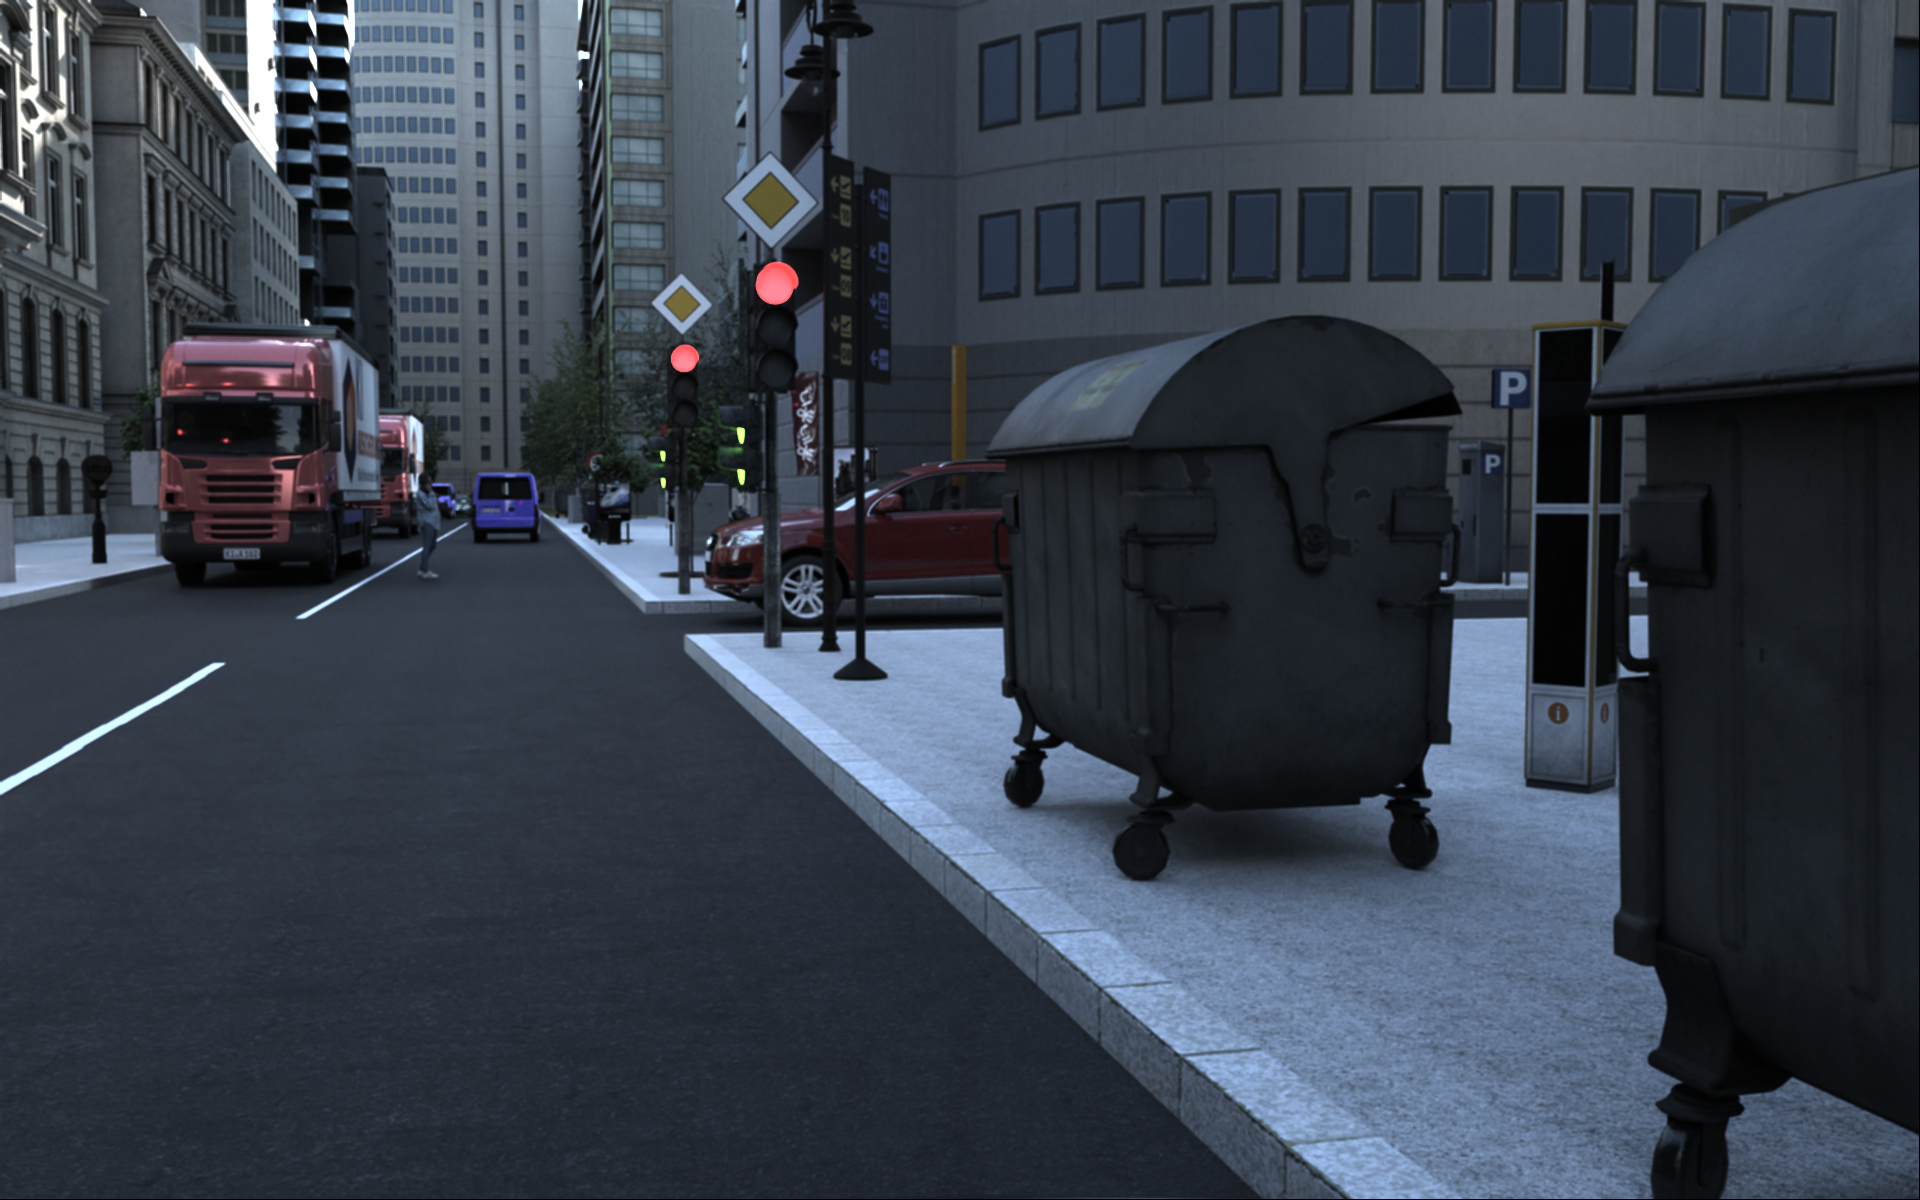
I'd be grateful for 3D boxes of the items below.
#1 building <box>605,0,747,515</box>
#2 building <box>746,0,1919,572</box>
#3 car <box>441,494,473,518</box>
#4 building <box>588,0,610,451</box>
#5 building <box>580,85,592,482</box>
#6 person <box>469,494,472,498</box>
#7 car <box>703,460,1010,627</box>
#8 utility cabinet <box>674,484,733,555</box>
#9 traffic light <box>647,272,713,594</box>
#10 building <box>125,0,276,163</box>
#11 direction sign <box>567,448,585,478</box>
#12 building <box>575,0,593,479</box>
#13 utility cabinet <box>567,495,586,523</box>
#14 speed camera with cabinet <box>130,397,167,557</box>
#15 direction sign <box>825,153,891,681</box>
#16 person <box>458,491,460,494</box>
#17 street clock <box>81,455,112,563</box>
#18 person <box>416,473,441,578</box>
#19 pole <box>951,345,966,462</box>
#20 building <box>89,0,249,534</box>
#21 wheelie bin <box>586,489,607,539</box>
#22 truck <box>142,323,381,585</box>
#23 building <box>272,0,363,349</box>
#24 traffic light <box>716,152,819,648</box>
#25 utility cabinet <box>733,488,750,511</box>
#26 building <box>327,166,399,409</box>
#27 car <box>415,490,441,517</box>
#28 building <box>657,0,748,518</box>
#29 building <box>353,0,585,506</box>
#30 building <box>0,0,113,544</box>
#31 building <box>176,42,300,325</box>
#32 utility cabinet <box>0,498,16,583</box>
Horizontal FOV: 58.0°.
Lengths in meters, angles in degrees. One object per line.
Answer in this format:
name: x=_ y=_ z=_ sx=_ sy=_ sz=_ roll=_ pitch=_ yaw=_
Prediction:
building: x=-15.709 y=-26.193 z=111.856 sx=14.154 sy=41.232 sz=14.086 roll=-1 pitch=4 yaw=-14
building: x=10.464 y=-30.288 z=37.206 sx=28.212 sy=58.520 sz=21.231 roll=-1 pitch=4 yaw=-14
car: x=-30.911 y=-5.795 z=106.551 sx=2.131 sy=1.459 sz=4.920 roll=-1 pitch=4 yaw=-14
building: x=-16.423 y=-30.961 z=129.917 sx=21.300 sy=48.544 sz=21.600 roll=-1 pitch=4 yaw=-14
building: x=-33.772 y=-32.889 z=187.839 sx=14.200 sy=45.320 sz=14.600 roll=-1 pitch=4 yaw=-14
person: x=-35.013 y=-7.117 z=125.002 sx=1.348 sy=1.807 sz=0.705 roll=0 pitch=4 yaw=-2
car: x=-0.294 y=-0.692 z=19.980 sx=5.304 sy=1.827 sz=2.281 roll=-1 pitch=4 yaw=-14
utility cabinet: x=-5.387 y=-1.685 z=36.230 sx=1.173 sy=1.500 sz=0.318 roll=-3 pitch=5 yaw=-41
traffic light: x=-3.559 y=-2.031 z=22.128 sx=0.839 sy=4.253 sz=0.868 roll=-1 pitch=4 yaw=-14
building: x=-53.286 y=-24.954 z=99.871 sx=32.217 sy=40.220 sz=23.993 roll=-1 pitch=4 yaw=-14
direction sign: x=-18.899 y=-5.711 z=85.378 sx=0.876 sy=3.537 sz=0.379 roll=0 pitch=4 yaw=6
building: x=-22.671 y=-30.599 z=154.923 sx=22.147 sy=44.769 sz=28.867 roll=-1 pitch=4 yaw=-14
utility cabinet: x=-16.869 y=-3.981 z=76.243 sx=0.306 sy=1.237 sz=1.020 roll=1 pitch=4 yaw=19
speed camera with cabinet: x=-16.587 y=-2.557 z=36.145 sx=0.660 sy=3.252 sz=2.038 roll=0 pitch=4 yaw=-2
direction sign: x=-0.694 y=-1.222 z=11.984 sx=0.379 sy=3.537 sz=0.876 roll=2 pitch=4 yaw=26
person: x=-43.701 y=-8.656 z=150.958 sx=0.756 sy=1.711 sz=0.436 roll=1 pitch=4 yaw=19
street clock: x=-15.959 y=-1.682 z=32.069 sx=0.358 sy=2.002 sz=0.471 roll=3 pitch=5 yaw=41
person: x=-9.137 y=-1.278 z=29.662 sx=0.793 sy=1.790 sz=0.793 roll=-3 pitch=4 yaw=-36
pole: x=-0.017 y=-1.834 z=23.822 sx=0.158 sy=3.312 sz=0.155 roll=0 pitch=3 yaw=0
building: x=-32.749 y=-12.126 z=62.894 sx=10.561 sy=19.102 sz=19.286 roll=-1 pitch=4 yaw=-14
wheelie bin: x=-10.205 y=-2.529 z=49.262 sx=0.693 sy=1.594 sz=0.980 roll=-3 pitch=4 yaw=-36
truck: x=-12.051 y=-2.565 z=30.854 sx=2.839 sy=4.237 sz=11.283 roll=-1 pitch=4 yaw=-14
building: x=-55.286 y=-49.791 z=126.746 sx=22.319 sy=86.520 sz=31.000 roll=-1 pitch=4 yaw=-14
traffic light: x=-1.587 y=-1.558 z=14.390 sx=0.839 sy=4.253 sz=0.868 roll=-1 pitch=4 yaw=-14
utility cabinet: x=-7.960 y=-3.360 z=63.619 sx=0.318 sy=1.500 sz=1.173 roll=1 pitch=4 yaw=21
building: x=-57.522 y=-23.382 z=153.989 sx=14.107 sy=30.474 sz=14.160 roll=-1 pitch=4 yaw=-14
car: x=-26.046 y=-4.539 z=82.893 sx=2.281 sy=1.827 sz=5.304 roll=-1 pitch=4 yaw=-13
building: x=-2.285 y=-47.068 z=82.233 sx=22.319 sy=86.520 sz=31.000 roll=-1 pitch=4 yaw=-14
building: x=-55.264 y=-39.383 z=185.910 sx=28.212 sy=58.520 sz=21.231 roll=-1 pitch=4 yaw=-14
building: x=-27.590 y=-13.270 z=36.048 sx=14.460 sy=24.649 sz=34.723 roll=-1 pitch=4 yaw=-14
building: x=-37.449 y=-13.845 z=81.115 sx=10.420 sy=20.320 sz=16.860 roll=-1 pitch=4 yaw=-14
utility cabinet: x=-14.070 y=-0.831 z=24.754 sx=0.306 sy=1.237 sz=1.020 roll=2 pitch=4 yaw=25
